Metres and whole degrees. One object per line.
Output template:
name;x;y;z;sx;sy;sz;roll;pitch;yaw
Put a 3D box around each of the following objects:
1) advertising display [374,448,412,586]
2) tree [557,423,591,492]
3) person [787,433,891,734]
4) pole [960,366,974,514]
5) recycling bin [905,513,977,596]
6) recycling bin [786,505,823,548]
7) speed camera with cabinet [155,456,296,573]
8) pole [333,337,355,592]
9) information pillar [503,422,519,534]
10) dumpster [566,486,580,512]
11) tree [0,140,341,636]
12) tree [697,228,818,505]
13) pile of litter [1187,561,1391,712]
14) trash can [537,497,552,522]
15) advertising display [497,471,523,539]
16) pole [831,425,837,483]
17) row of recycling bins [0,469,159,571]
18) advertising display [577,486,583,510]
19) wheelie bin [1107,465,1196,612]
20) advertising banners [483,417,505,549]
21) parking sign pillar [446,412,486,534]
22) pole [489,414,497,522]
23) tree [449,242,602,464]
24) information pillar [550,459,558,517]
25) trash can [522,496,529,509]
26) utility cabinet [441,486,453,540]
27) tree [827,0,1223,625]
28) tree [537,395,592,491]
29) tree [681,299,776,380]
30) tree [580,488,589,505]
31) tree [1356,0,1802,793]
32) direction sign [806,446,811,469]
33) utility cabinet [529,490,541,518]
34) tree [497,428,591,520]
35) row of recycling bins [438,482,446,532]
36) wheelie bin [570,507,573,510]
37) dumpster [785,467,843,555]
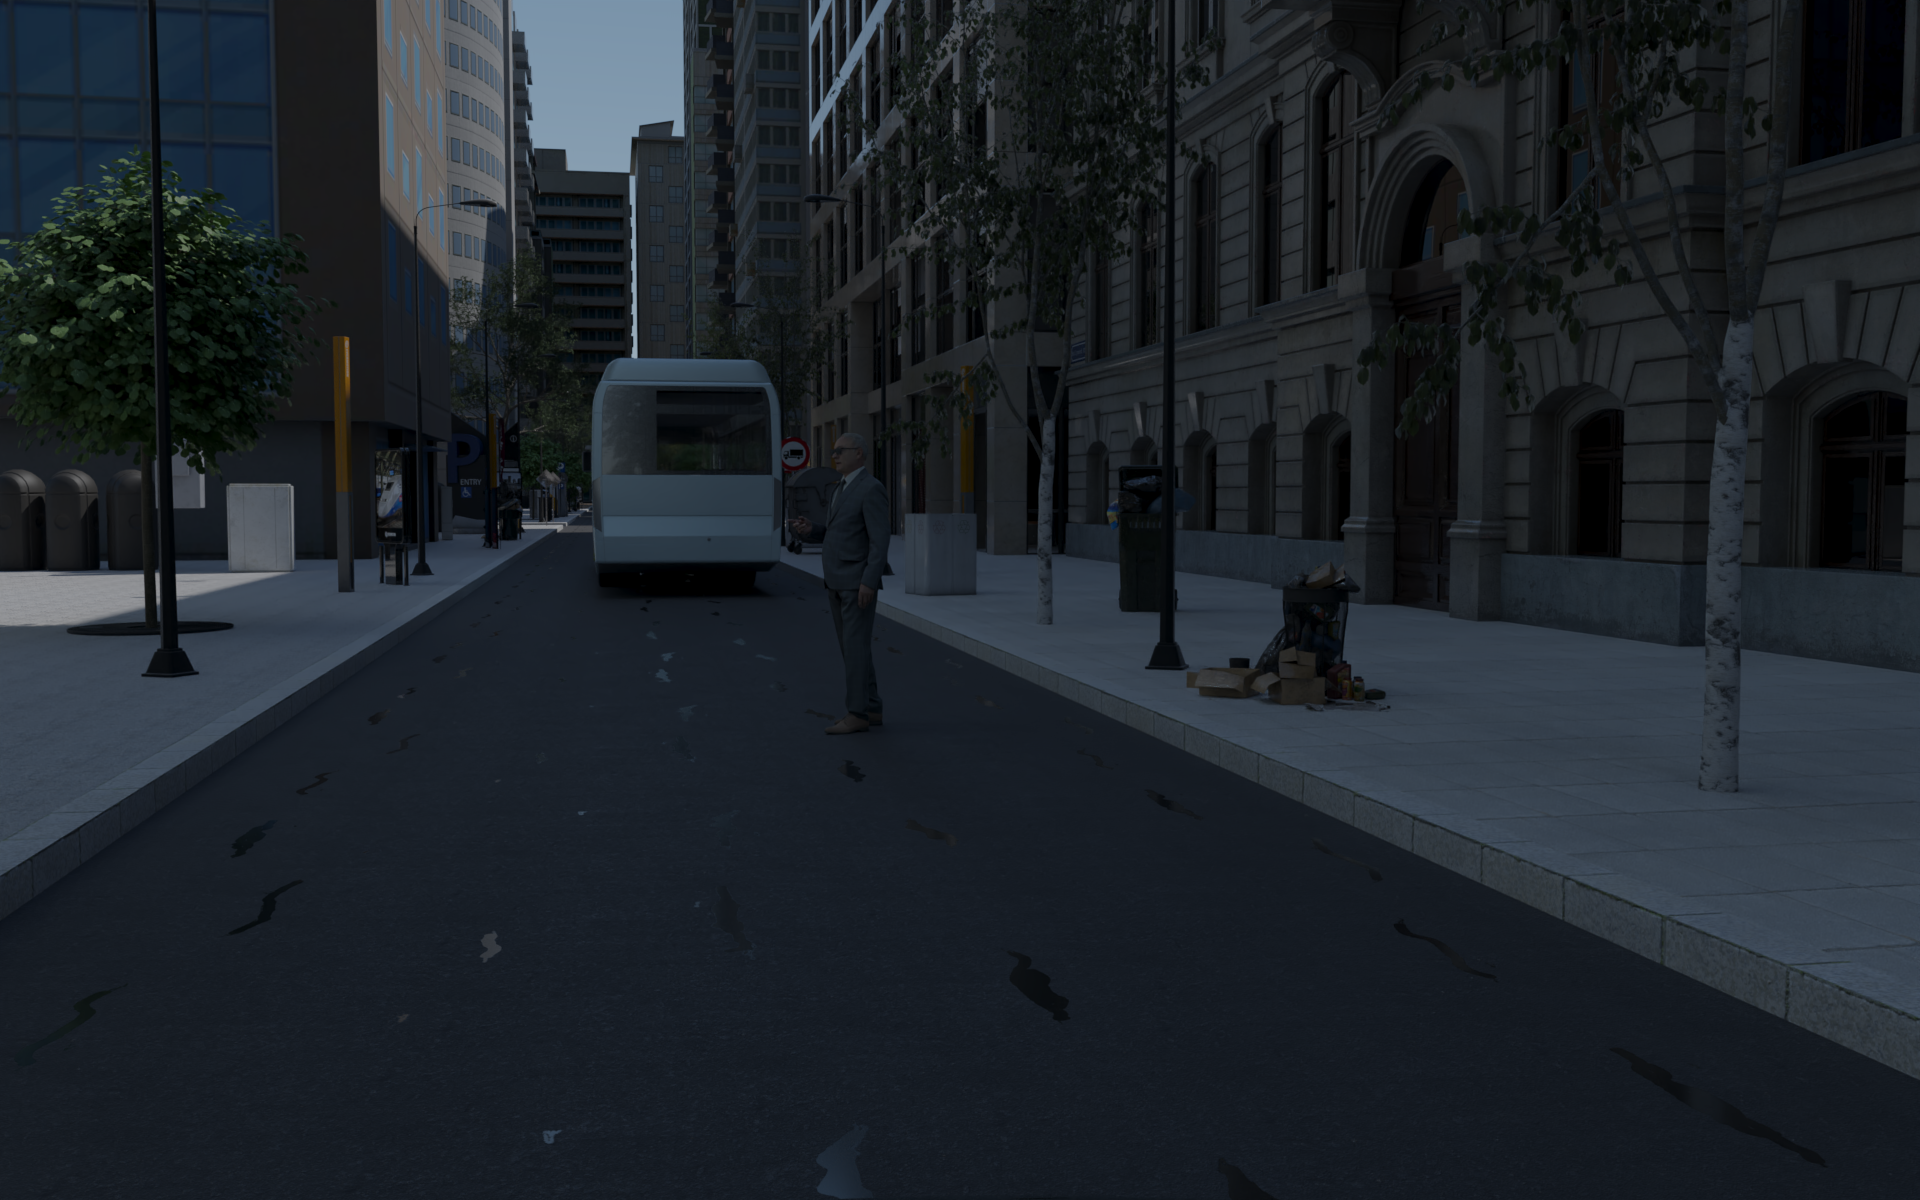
advertising display;-8.021;-1.179;24.496;0.123;1.923;0.974;-3;5;-41
tree;-36.729;-13.118;164.840;4.737;8.622;4.395;0;3;0
person;-0.718;-0.114;10.535;0.590;1.801;0.661;-2;4;-30
pole;0.113;-2.066;27.628;0.158;3.312;0.155;0;3;0
recycling bin;-0.250;-0.590;22.207;0.722;1.027;0.722;-2;4;-26
recycling bin;-3.690;-1.761;41.351;0.722;1.027;0.722;-2;4;-35
speed camera with cabinet;-12.004;-2.078;28.311;2.038;3.252;0.660;-1;4;-16
pole;-8.029;-1.757;22.567;0.158;3.312;0.155;0;3;0
information pillar;-14.493;-3.952;55.974;0.504;3.616;0.183;-1;4;-23
dumpster;-28.750;-7.634;127.305;1.502;2.255;1.985;-1;4;-11
tree;-7.559;-1.990;16.258;4.285;4.588;4.351;0;3;0
tree;-4.873;-5.919;47.133;4.360;8.622;3.978;0;3;0
pile of litter;2.062;0.182;10.982;1.176;0.858;1.719;0;4;-5
trash can;-19.312;-4.223;80.703;0.748;1.137;0.748;0;3;0
advertising display;-12.811;-2.665;48.787;0.974;1.923;0.123;-3;4;-36
pole;-3.712;-3.497;51.021;0.158;3.312;0.155;0;3;0
row of recycling bins;-15.342;-1.349;29.170;3.534;1.692;1.069;0;4;-4
advertising display;-30.826;-8.221;139.630;0.974;1.923;0.123;2;4;28
wheelie bin;2.086;-0.676;18.966;0.980;1.594;0.693;1;4;10
advertising banners;-10.904;-2.713;40.541;0.090;3.025;2.074;-2;4;-28
parking sign pillar;-15.841;-4.116;55.768;1.447;3.967;1.447;0;4;5
pole;-11.858;-3.066;43.973;0.158;3.312;0.155;0;3;0
tree;-16.468;-7.891;63.433;7.601;10.594;8.767;-1;4;-21
information pillar;-22.885;-6.499;97.612;0.183;3.616;0.504;3;5;44
trash can;-37.733;-8.488;150.429;0.748;1.137;0.748;0;3;0
utility cabinet;-14.350;-2.434;48.474;0.318;1.500;1.173;-1;4;-17
tree;0.782;-4.079;17.051;4.360;8.622;3.978;0;3;0
tree;-26.678;-10.242;117.822;4.360;8.622;3.978;0;3;0
tree;-8.703;-7.000;64.819;4.737;8.622;4.395;0;3;0
tree;-45.816;-13.172;209.962;1.663;3.219;1.824;0;3;0
tree;3.196;-3.493;7.469;4.360;8.622;3.978;0;3;0
direction sign;-7.101;-5.524;82.308;0.379;3.537;0.876;1;4;20
utility cabinet;-22.403;-5.062;91.447;0.318;1.500;1.173;-2;4;-33
tree;-21.390;-6.280;86.383;4.285;4.588;4.351;0;3;0
row of recycling bins;-18.940;-3.134;58.355;3.534;1.692;1.069;0;4;7
wheelie bin;-31.606;-8.127;140.787;0.980;1.594;0.693;-2;4;-32
dumpster;-3.064;-1.932;37.350;1.264;1.857;1.865;-1;4;-11
